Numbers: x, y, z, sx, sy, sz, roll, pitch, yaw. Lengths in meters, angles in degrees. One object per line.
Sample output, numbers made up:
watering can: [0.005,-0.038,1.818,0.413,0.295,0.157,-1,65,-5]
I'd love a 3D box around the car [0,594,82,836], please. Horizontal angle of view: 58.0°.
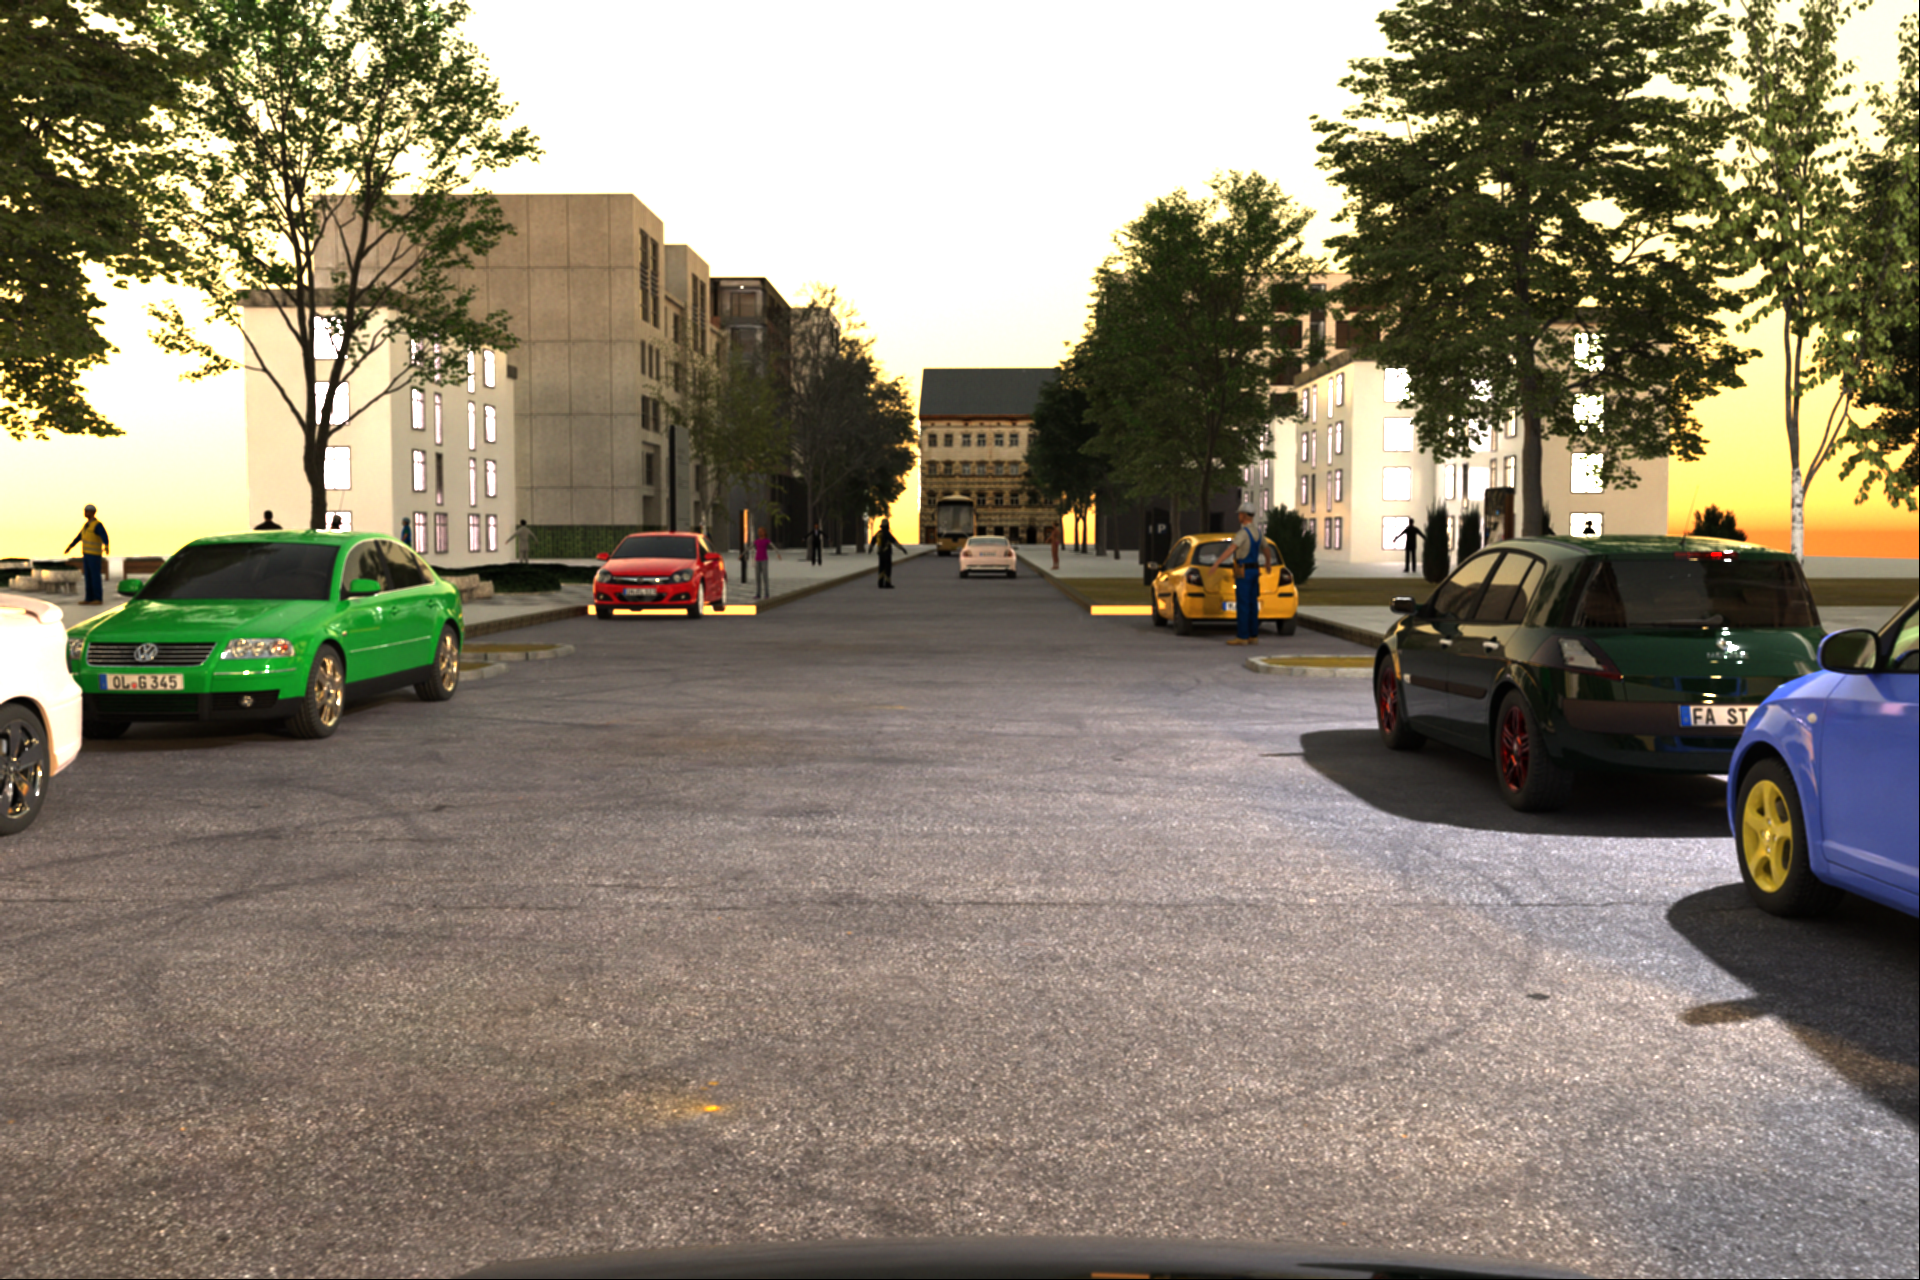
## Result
car: [-5.437,0.332,6.937,2.083,1.381,4.827,0,4,1]

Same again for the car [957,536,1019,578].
car: [0.918,-2.753,57.376,2.083,1.381,4.827,0,4,1]

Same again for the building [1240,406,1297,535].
building: [24.974,-10.475,113.419,9.099,9.664,28.070,0,4,1]

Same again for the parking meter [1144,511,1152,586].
parking meter: [4.789,-2.290,43.148,0.399,1.863,0.255,0,4,-1]

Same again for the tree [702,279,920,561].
tree: [-7.054,-10.538,82.668,12.009,13.543,11.850,0,3,0]

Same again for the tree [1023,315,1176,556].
tree: [8.192,-11.876,100.833,9.857,13.997,8.962,0,3,0]

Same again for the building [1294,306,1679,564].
building: [22.090,-8.313,78.060,9.099,9.664,28.070,0,4,1]

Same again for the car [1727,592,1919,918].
car: [3.836,0.257,5.391,1.945,1.707,3.694,0,4,1]

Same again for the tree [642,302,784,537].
tree: [-8.487,-6.451,55.832,4.360,8.622,3.978,0,3,0]

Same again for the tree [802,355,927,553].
tree: [-6.902,-13.041,119.877,9.857,13.997,8.962,0,3,0]

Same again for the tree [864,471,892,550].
tree: [-6.992,-11.196,133.418,4.360,8.622,3.978,0,3,0]

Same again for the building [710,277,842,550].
building: [-25.768,-18.979,154.281,27.936,21.610,32.646,0,4,1]

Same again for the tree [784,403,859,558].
tree: [-7.458,-8.727,93.052,4.360,8.622,3.978,0,3,0]

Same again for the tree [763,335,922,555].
tree: [-7.467,-12.008,106.700,12.009,13.543,11.850,0,3,0]

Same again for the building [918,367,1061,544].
building: [4.190,-24.091,227.265,18.063,23.208,19.493,0,4,2]

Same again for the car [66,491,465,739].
car: [-5.280,-0.289,13.522,1.959,1.807,4.718,0,4,1]

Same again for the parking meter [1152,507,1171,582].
parking meter: [4.339,-1.932,37.302,0.399,1.863,0.255,0,4,-1]

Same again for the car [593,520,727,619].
car: [-5.257,-1.323,30.677,2.155,1.783,4.494,0,4,0]

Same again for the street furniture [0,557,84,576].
street furniture: [-29.141,-2.177,51.227,5.734,0.657,10.072,-1,4,-13]

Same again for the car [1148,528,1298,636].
car: [3.867,-0.954,25.824,2.015,1.641,3.980,0,4,-1]

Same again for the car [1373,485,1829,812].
car: [3.699,-0.033,10.322,2.009,1.686,4.222,0,4,0]

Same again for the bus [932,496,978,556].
bus: [-0.174,-7.574,115.386,2.896,3.916,12.252,0,4,1]

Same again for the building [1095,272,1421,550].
building: [25.661,-18.833,151.895,27.936,21.610,32.646,0,4,1]

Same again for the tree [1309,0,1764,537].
tree: [9.519,-6.835,29.876,7.486,12.596,7.792,0,3,0]

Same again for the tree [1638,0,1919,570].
tree: [9.754,-4.229,19.509,4.737,8.622,4.395,0,3,0]

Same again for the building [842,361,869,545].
building: [-25.635,-21.809,200.544,27.936,21.610,32.646,0,4,1]

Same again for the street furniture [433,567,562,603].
street furniture: [-11.616,-1.252,36.091,5.734,0.657,10.072,0,4,-1]

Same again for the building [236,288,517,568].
building: [-23.507,-8.028,73.402,9.099,9.664,28.070,0,4,2]

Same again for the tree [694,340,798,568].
tree: [-7.893,-7.025,65.223,4.737,8.622,4.395,0,3,0]

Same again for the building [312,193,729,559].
building: [-24.975,-14.655,106.060,16.747,18.905,31.486,0,4,1]

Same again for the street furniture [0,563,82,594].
street furniture: [-23.291,-1.455,39.410,5.734,0.657,10.072,-2,4,-35]

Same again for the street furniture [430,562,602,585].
street furniture: [-11.681,-1.941,47.368,10.072,0.657,5.734,2,4,32]
